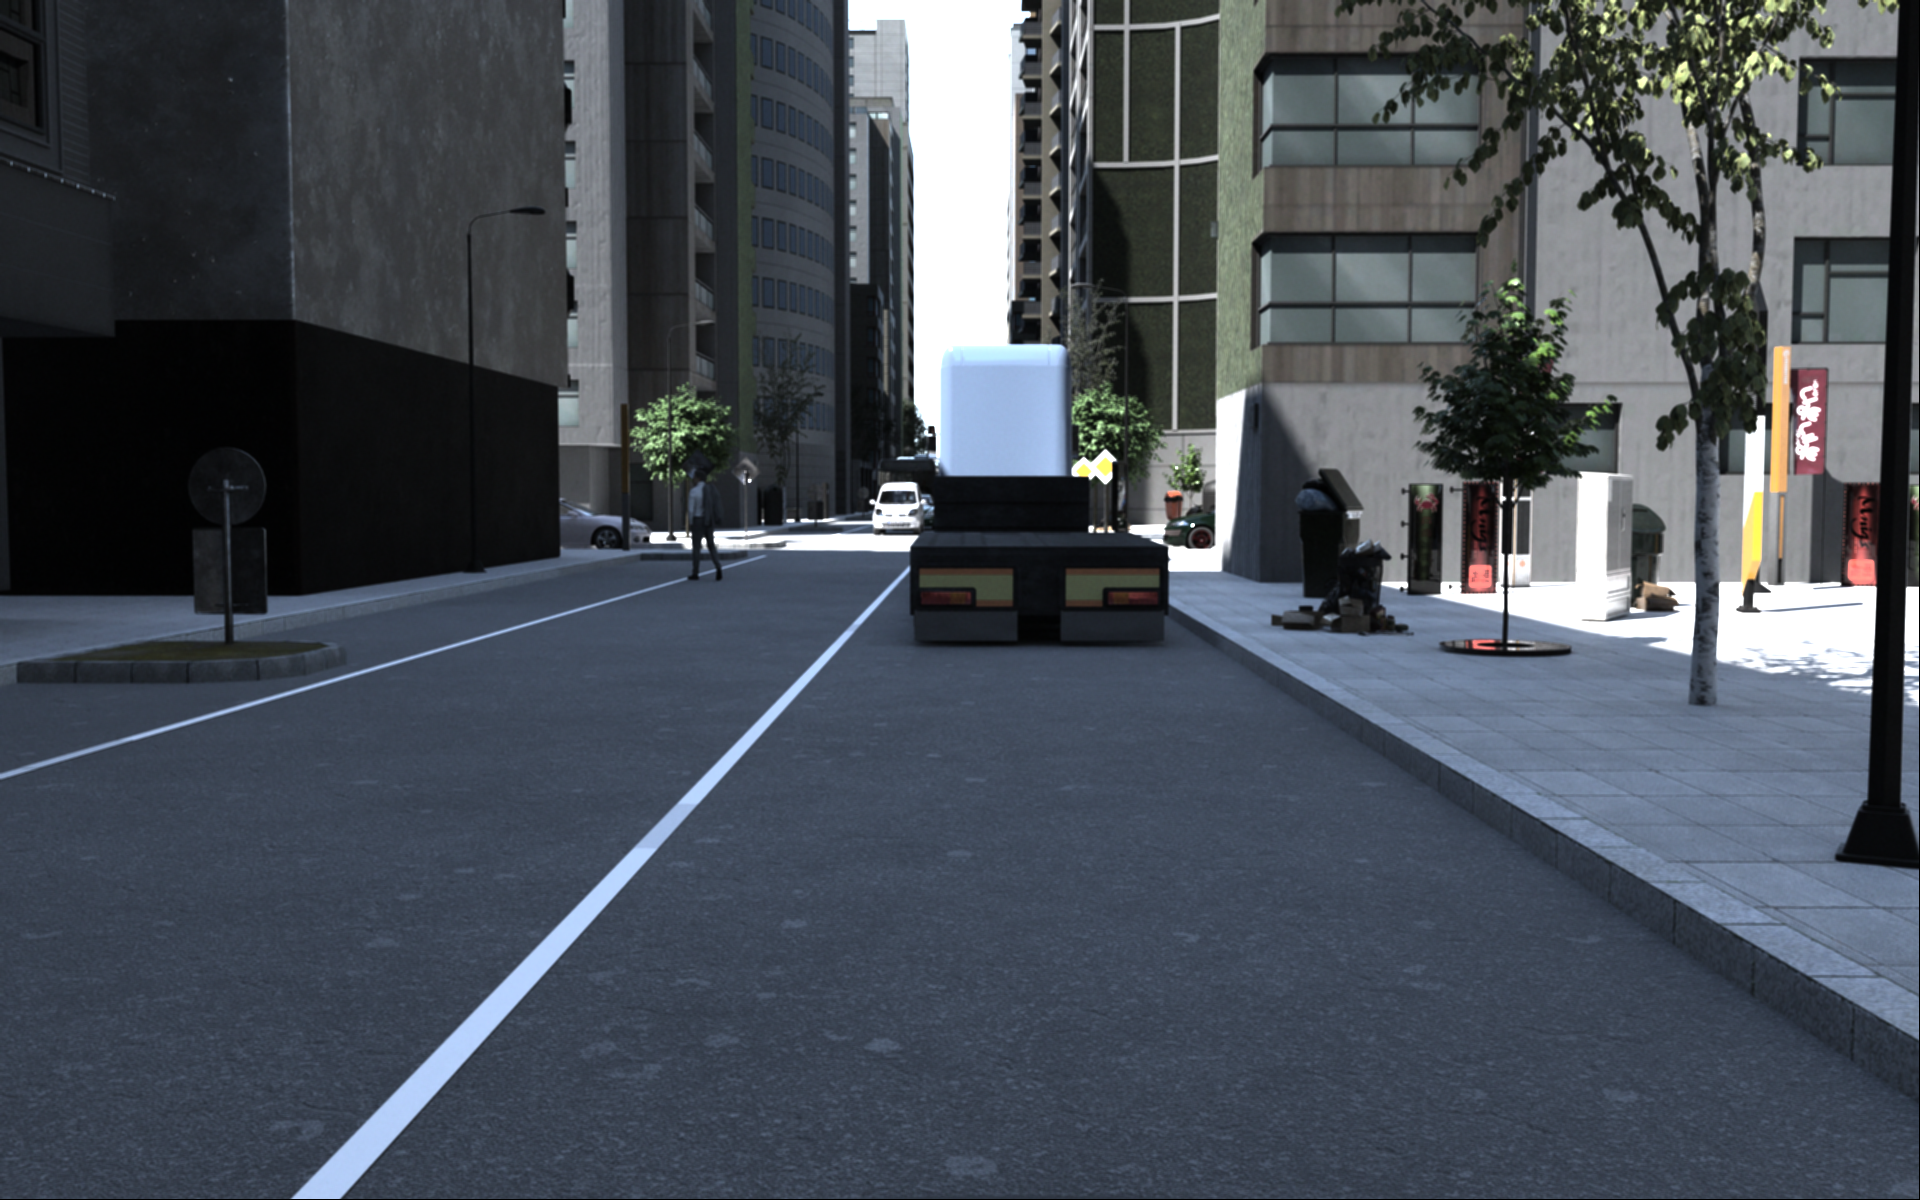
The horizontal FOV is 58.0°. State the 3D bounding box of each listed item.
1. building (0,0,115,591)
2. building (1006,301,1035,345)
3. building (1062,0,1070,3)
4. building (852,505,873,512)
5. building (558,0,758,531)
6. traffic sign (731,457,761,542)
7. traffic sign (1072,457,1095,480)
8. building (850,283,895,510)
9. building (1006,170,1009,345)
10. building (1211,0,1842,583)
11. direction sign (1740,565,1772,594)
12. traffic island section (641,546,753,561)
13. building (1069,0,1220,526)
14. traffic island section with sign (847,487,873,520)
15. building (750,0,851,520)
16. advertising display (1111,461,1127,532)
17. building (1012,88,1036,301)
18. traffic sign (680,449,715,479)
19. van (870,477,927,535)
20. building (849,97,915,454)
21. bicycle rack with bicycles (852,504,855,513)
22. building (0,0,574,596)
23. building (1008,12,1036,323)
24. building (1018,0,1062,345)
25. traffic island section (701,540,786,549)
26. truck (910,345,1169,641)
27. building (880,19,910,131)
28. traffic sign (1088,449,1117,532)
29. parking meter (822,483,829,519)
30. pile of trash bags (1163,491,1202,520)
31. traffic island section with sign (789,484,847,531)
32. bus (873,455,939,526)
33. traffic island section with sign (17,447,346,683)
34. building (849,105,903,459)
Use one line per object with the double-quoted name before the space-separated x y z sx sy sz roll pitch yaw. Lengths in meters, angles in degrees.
"building" -15.358 -12.944 5.148 14.314 27.812 24.014 0 4 1
"building" 18.585 -19.828 169.219 27.650 21.520 28.899 0 4 1
"building" 16.700 -34.482 105.781 21.231 58.520 28.212 0 4 1
"building" -17.179 -42.361 130.858 20.563 71.187 20.611 0 4 1
"building" -15.220 -23.114 61.514 14.154 41.232 14.086 0 4 1
"traffic sign" -5.769 -2.633 46.699 0.795 2.450 0.064 0 4 1
"traffic sign" 3.324 -2.626 46.577 0.795 2.450 0.064 0 4 1
"building" -20.408 -19.088 157.120 27.650 21.520 28.899 0 4 1
"building" 17.317 -37.992 244.877 21.300 48.544 21.600 0 4 1
"building" 11.432 -15.853 30.905 14.160 30.474 14.107 0 4 1
"direction sign" 10.347 -1.860 22.405 0.379 3.537 0.876 2 4 26
"traffic island section" -5.882 -1.009 38.776 2.009 0.180 2.903 0 4 1
"building" 13.208 -38.827 73.080 20.563 71.187 20.611 0 4 1
"traffic island section with sign" -5.266 -5.300 95.282 1.989 1.847 2.006 0 4 1
"building" -17.680 -33.887 96.056 21.231 58.520 28.212 0 4 1
"advertising display" 3.099 -1.745 33.740 0.123 1.923 0.974 1 4 15
"building" 12.791 -33.025 190.067 14.600 45.320 14.200 0 4 1
"traffic sign" -5.858 -2.145 38.714 0.795 2.450 0.064 0 4 1
"van" -2.163 -3.343 61.676 2.013 2.044 4.112 0 4 1
"building" -16.676 -36.201 215.586 21.300 48.544 21.600 0 4 1
"bicycle rack with bicycles" -8.034 -6.207 114.867 2.852 0.926 2.925 3 5 43
"building" -16.563 -9.922 29.679 16.811 18.784 16.820 0 4 1
"building" 16.641 -41.425 219.297 21.231 58.520 28.212 0 4 1
"building" 15.887 -29.629 139.058 22.147 44.769 28.867 0 4 1
"traffic island section" -5.793 -1.497 46.761 2.009 0.180 2.903 0 4 1
"truck" 0.793 -2.183 25.458 2.967 4.110 18.799 0 4 0
"building" -15.855 -50.664 266.608 20.563 71.187 20.611 0 4 1
"traffic sign" 3.235 -2.138 38.592 0.795 2.450 0.064 0 4 1
"parking meter" -6.834 -5.033 87.997 0.255 1.863 0.399 1 4 14
"pile of trash bags" 7.877 -2.796 55.464 3.447 1.369 1.912 -3 4 -37
"traffic island section with sign" -5.570 -3.588 67.284 1.989 1.847 2.006 0 4 1
"bus" -2.225 -5.306 81.618 2.948 3.499 13.247 0 4 1
"traffic island section with sign" -6.161 -0.333 14.069 1.989 1.847 2.006 0 4 1
"building" -13.176 -30.232 177.891 14.154 41.232 14.086 0 4 1
